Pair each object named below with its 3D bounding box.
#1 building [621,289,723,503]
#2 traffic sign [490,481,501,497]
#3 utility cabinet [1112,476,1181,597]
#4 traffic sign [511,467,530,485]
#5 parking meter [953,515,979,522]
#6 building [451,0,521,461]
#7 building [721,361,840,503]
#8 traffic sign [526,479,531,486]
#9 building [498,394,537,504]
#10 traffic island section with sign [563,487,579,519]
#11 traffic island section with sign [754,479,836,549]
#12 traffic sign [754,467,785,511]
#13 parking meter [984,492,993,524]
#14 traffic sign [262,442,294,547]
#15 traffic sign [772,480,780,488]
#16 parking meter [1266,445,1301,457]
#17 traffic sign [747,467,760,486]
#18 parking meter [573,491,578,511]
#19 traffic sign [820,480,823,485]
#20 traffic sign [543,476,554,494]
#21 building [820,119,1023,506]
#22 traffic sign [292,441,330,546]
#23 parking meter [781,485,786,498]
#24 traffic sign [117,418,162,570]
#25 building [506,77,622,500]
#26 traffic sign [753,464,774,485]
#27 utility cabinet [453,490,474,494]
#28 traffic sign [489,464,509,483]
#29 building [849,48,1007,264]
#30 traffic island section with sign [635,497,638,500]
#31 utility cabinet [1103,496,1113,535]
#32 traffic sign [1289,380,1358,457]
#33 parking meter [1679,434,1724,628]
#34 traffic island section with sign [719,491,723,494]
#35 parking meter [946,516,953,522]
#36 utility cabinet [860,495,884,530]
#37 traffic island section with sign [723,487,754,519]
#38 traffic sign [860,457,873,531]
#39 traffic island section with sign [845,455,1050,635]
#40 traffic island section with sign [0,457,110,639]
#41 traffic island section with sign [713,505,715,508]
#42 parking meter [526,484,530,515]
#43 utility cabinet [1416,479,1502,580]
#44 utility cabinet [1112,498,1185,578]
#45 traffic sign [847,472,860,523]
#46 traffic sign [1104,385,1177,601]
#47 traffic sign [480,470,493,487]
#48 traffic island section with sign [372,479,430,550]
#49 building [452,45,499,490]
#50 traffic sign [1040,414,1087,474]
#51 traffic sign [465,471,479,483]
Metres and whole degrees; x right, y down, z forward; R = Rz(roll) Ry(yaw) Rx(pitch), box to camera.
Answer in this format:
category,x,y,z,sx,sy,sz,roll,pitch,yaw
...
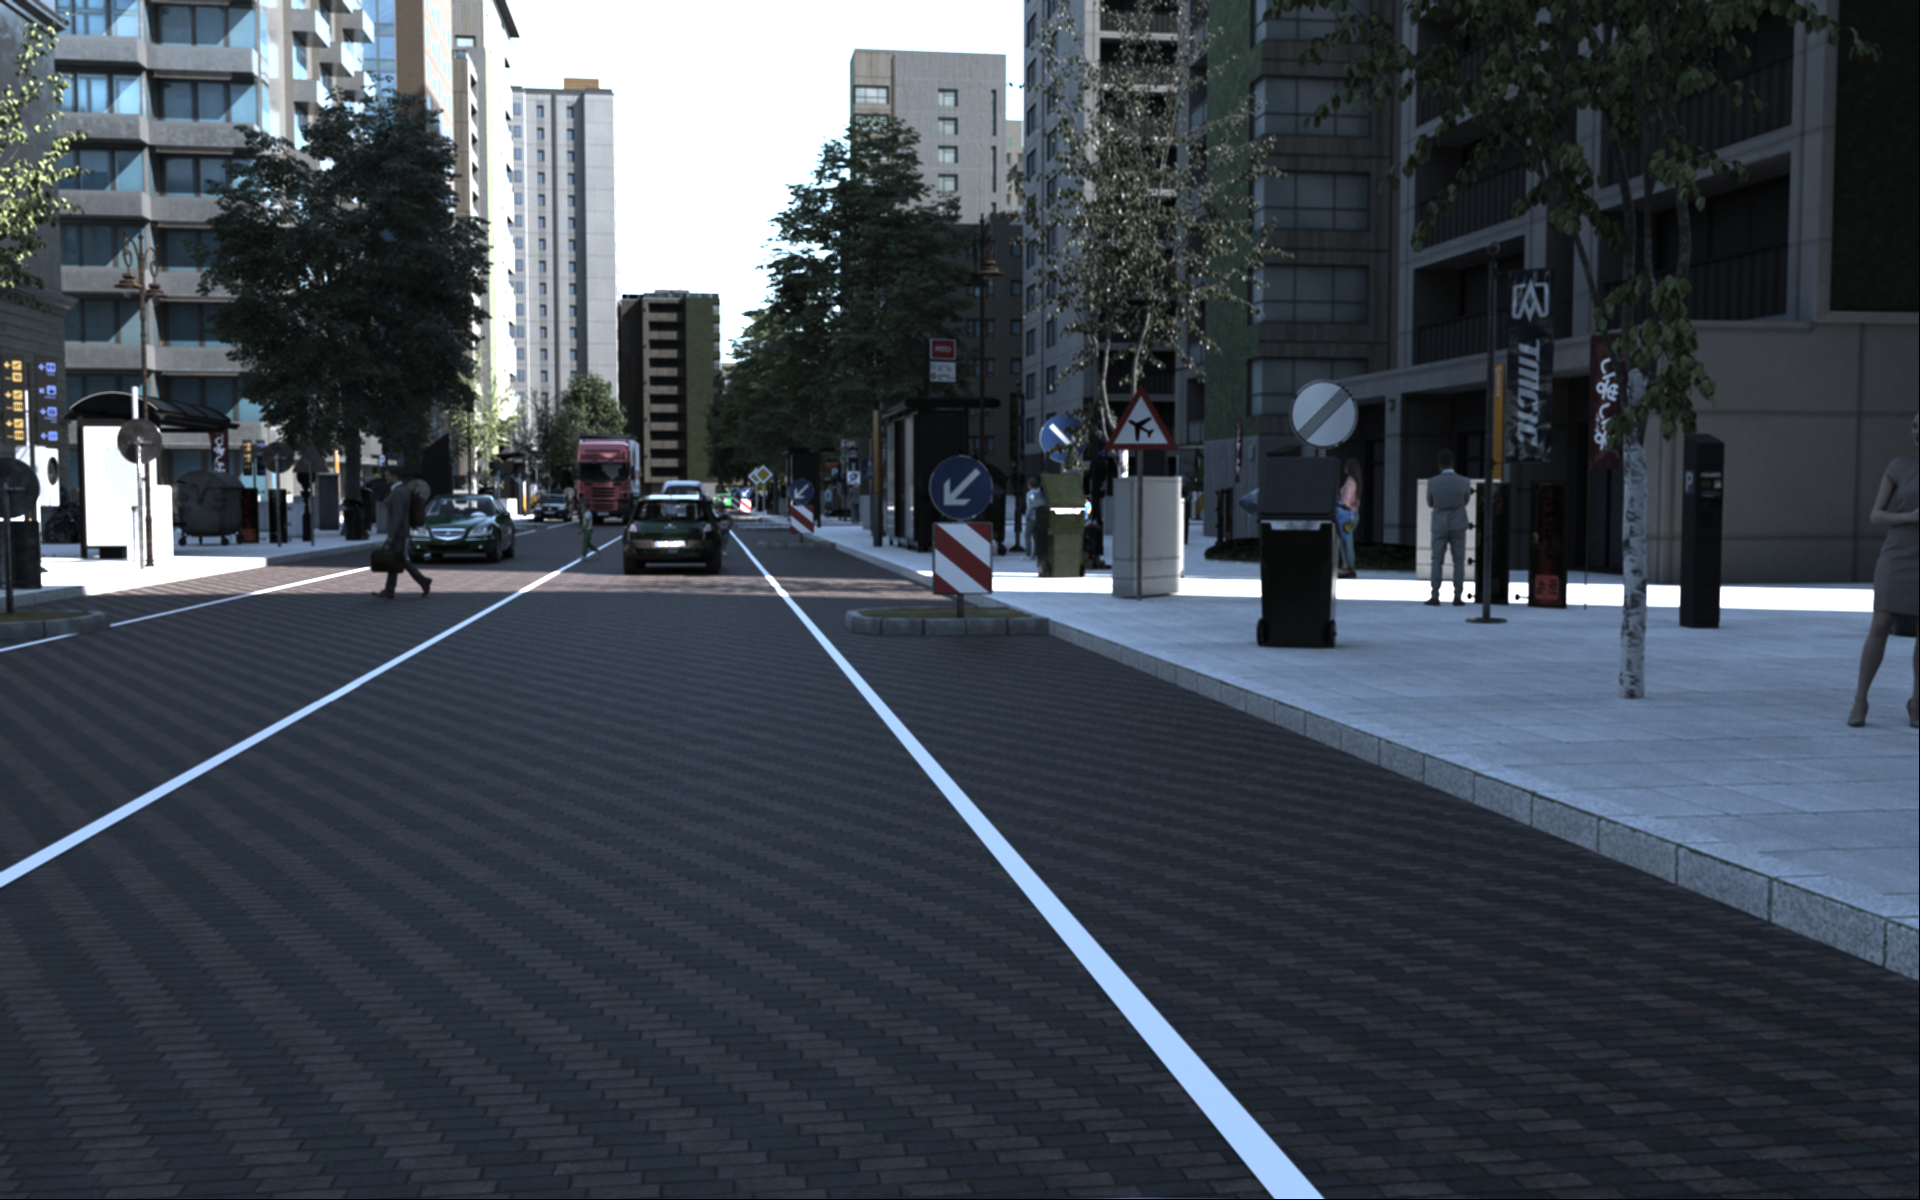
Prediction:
category,x,y,z,sx,sy,sz,roll,pitch,yaw
building,-41.109,-29.084,247.222,14.107,30.474,14.160,-1,4,-9
traffic sign,-25.239,-5.629,94.169,0.606,2.300,0.079,0,4,-6
utility cabinet,2.335,-0.795,21.685,0.318,1.500,1.173,3,4,37
traffic sign,-18.851,-4.405,74.220,0.795,2.593,0.064,-1,4,-9
parking meter,0.078,-1.123,26.768,0.372,1.533,0.369,0,3,0
building,-59.186,-35.646,172.048,28.713,52.752,27.495,-1,4,-9
building,-20.755,-25.179,256.713,28.899,21.520,27.650,-1,4,-9
traffic sign,-27.823,-6.766,110.632,0.884,2.594,0.081,0,4,-3
building,-65.773,-54.129,197.674,31.000,86.520,22.319,-1,4,-9
traffic island section with sign,-22.281,-5.526,98.980,1.989,1.847,2.006,-1,4,-9
traffic island section with sign,-4.364,-2.289,46.047,1.989,1.847,2.006,-1,4,-9
traffic sign,-14.187,-8.266,129.017,2.265,3.308,0.079,0,4,-3
parking meter,0.455,-1.560,33.913,0.372,1.533,0.369,0,3,0
traffic sign,-16.587,-2.571,42.137,0.768,2.556,0.104,0,4,-2
traffic sign,-13.187,-7.450,123.936,0.606,2.300,0.079,0,4,-3
parking meter,3.804,-0.899,20.412,0.399,1.863,0.255,-3,5,-40
traffic sign,-8.867,-4.496,75.701,0.795,2.593,0.064,-1,4,-9
parking meter,-29.328,-7.575,132.267,0.372,1.533,0.369,0,3,0
traffic sign,-8.464,-6.200,101.378,0.884,2.594,0.081,0,4,-2
traffic sign,-29.605,-7.609,124.514,0.768,2.556,0.104,0,4,-5
building,1.872,-30.080,183.691,32.217,40.220,23.993,-1,4,-9
traffic sign,-15.967,-2.608,42.644,0.884,2.594,0.081,0,4,-8
parking meter,-11.255,-6.445,111.087,0.399,1.863,0.255,-2,4,-29
traffic sign,-13.828,-1.780,29.202,0.768,2.556,0.104,0,4,0
building,-62.766,-43.118,246.974,28.212,58.520,21.231,-1,4,-9
traffic sign,-7.674,-4.013,67.805,0.795,2.593,0.064,-1,4,-9
utility cabinet,-25.333,-4.893,88.674,1.173,1.500,0.318,1,4,12
traffic sign,-17.659,-3.923,66.324,0.795,2.593,0.064,-1,4,-9
building,-3.522,-29.360,163.631,14.154,41.232,14.086,-1,4,-9
traffic island section with sign,-37.837,-11.829,202.023,1.989,1.847,2.006,-1,4,-9
utility cabinet,4.977,-2.622,54.024,1.020,1.237,0.306,-1,4,-15
traffic sign,4.053,-1.181,19.408,0.768,2.556,0.104,0,4,-2
parking meter,7.128,-0.668,16.641,0.255,1.863,0.399,0,4,0
traffic island section with sign,-16.595,-7.243,127.055,1.989,1.847,2.006,-1,4,-9
parking meter,-0.076,-1.664,32.920,0.255,1.863,0.399,-2,4,-30
utility cabinet,-3.023,-3.141,62.524,1.020,1.237,0.306,2,4,33
traffic island section with sign,-12.529,-5.600,100.191,1.989,1.847,2.006,-1,4,-9
traffic sign,-3.083,-3.666,60.047,0.768,2.556,0.104,0,4,-6
traffic island section with sign,-0.203,-0.607,18.546,1.989,1.847,2.006,-1,4,-9
traffic island section with sign,-10.038,-0.570,17.942,1.989,1.847,2.006,-1,4,-9
traffic island section with sign,-24.057,-10.268,176.505,1.989,1.847,2.006,-1,4,-9
parking meter,-26.143,-6.041,104.476,0.399,1.863,0.255,2,4,34
utility cabinet,7.349,-1.029,25.511,1.173,1.500,0.318,1,4,23
utility cabinet,2.901,-0.939,26.518,1.020,1.237,0.306,0,4,-5
traffic sign,-4.741,-4.600,77.332,0.606,2.300,0.079,0,4,1
traffic sign,2.163,-1.273,20.820,0.884,2.594,0.081,0,4,-3
traffic sign,-24.572,-5.507,90.151,0.768,2.556,0.104,0,4,-4
traffic island section with sign,-14.161,-2.237,45.202,1.989,1.847,2.006,-1,4,-9
building,-48.972,-28.707,152.950,14.154,41.232,14.086,-1,4,-9
traffic sign,1.651,-1.689,27.725,0.768,2.556,0.104,0,4,-4
traffic sign,-26.445,-5.737,93.907,0.768,2.556,0.104,0,4,-2
